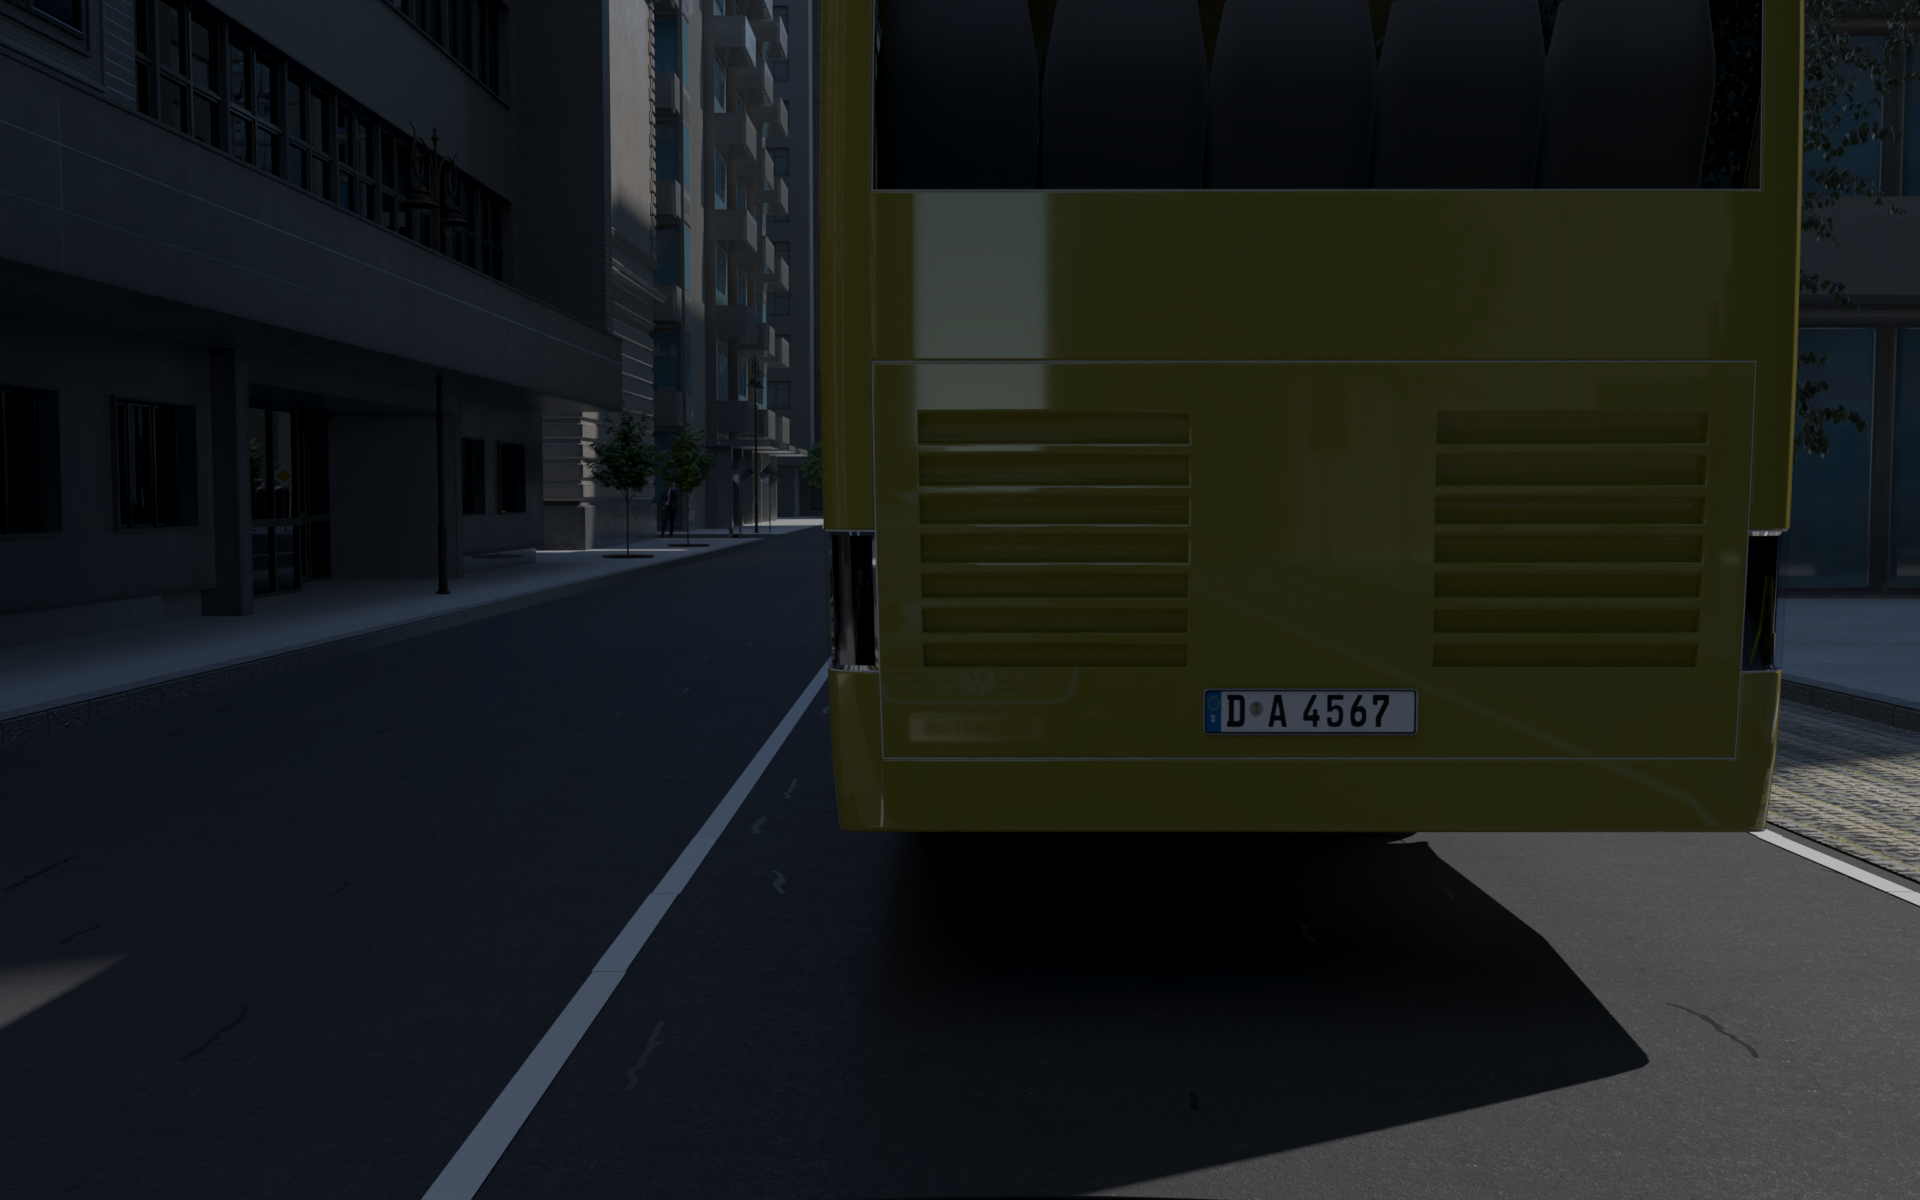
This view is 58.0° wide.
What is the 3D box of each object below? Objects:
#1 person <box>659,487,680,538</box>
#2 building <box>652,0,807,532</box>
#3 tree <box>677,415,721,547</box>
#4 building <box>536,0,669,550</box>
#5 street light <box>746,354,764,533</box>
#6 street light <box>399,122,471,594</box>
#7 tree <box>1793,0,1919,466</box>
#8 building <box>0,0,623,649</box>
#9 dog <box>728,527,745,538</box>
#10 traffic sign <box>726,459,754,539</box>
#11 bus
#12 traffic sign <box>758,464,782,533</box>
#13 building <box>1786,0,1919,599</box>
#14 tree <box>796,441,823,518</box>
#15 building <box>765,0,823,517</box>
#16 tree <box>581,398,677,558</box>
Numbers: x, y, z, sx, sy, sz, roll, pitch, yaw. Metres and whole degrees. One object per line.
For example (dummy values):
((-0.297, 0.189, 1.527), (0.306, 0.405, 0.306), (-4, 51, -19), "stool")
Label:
((-8.978, -2.798, 53.614), (0.648, 1.900, 0.474), (-1, 4, -15), "person")
((-18.910, -27.565, 70.298), (23.786, 49.044, 30.456), (0, 4, 0), "building")
((-6.802, -2.922, 42.374), (1.663, 3.219, 1.824), (0, 3, 0), "tree")
((-17.790, -13.125, 43.475), (19.941, 23.489, 11.050), (0, 4, 0), "building")
((-6.734, -5.159, 57.130), (0.468, 5.910, 1.993), (0, 4, 0), "street light")
((-6.628, -3.012, 22.033), (0.468, 5.910, 1.993), (0, 4, 0), "street light")
((6.884, -3.994, 15.660), (4.360, 8.622, 3.978), (0, 3, 0), "tree")
((-13.276, -12.111, 17.084), (14.314, 24.678, 30.058), (0, 4, 0), "building")
((-7.073, -2.115, 54.771), (0.748, 0.427, 0.550), (1, 4, 15), "dog")
((-6.208, -2.769, 48.909), (0.795, 2.450, 0.064), (0, 4, 0), "traffic sign")
((0.915, -1.158, 10.485), (2.896, 3.916, 12.252), (0, 4, 0), "bus")
((-6.243, -3.257, 56.894), (0.795, 2.450, 0.064), (0, 4, 0), "traffic sign")
((17.771, -25.264, 32.672), (23.786, 49.044, 30.456), (0, 4, 0), "building")
((-7.113, -6.651, 92.460), (4.285, 4.588, 4.351), (0, 3, 0), "tree")
((-12.373, -25.516, 100.779), (14.154, 41.232, 14.086), (0, 4, 0), "building")
((-6.762, -2.472, 35.014), (1.663, 3.219, 1.824), (0, 3, 0), "tree")
